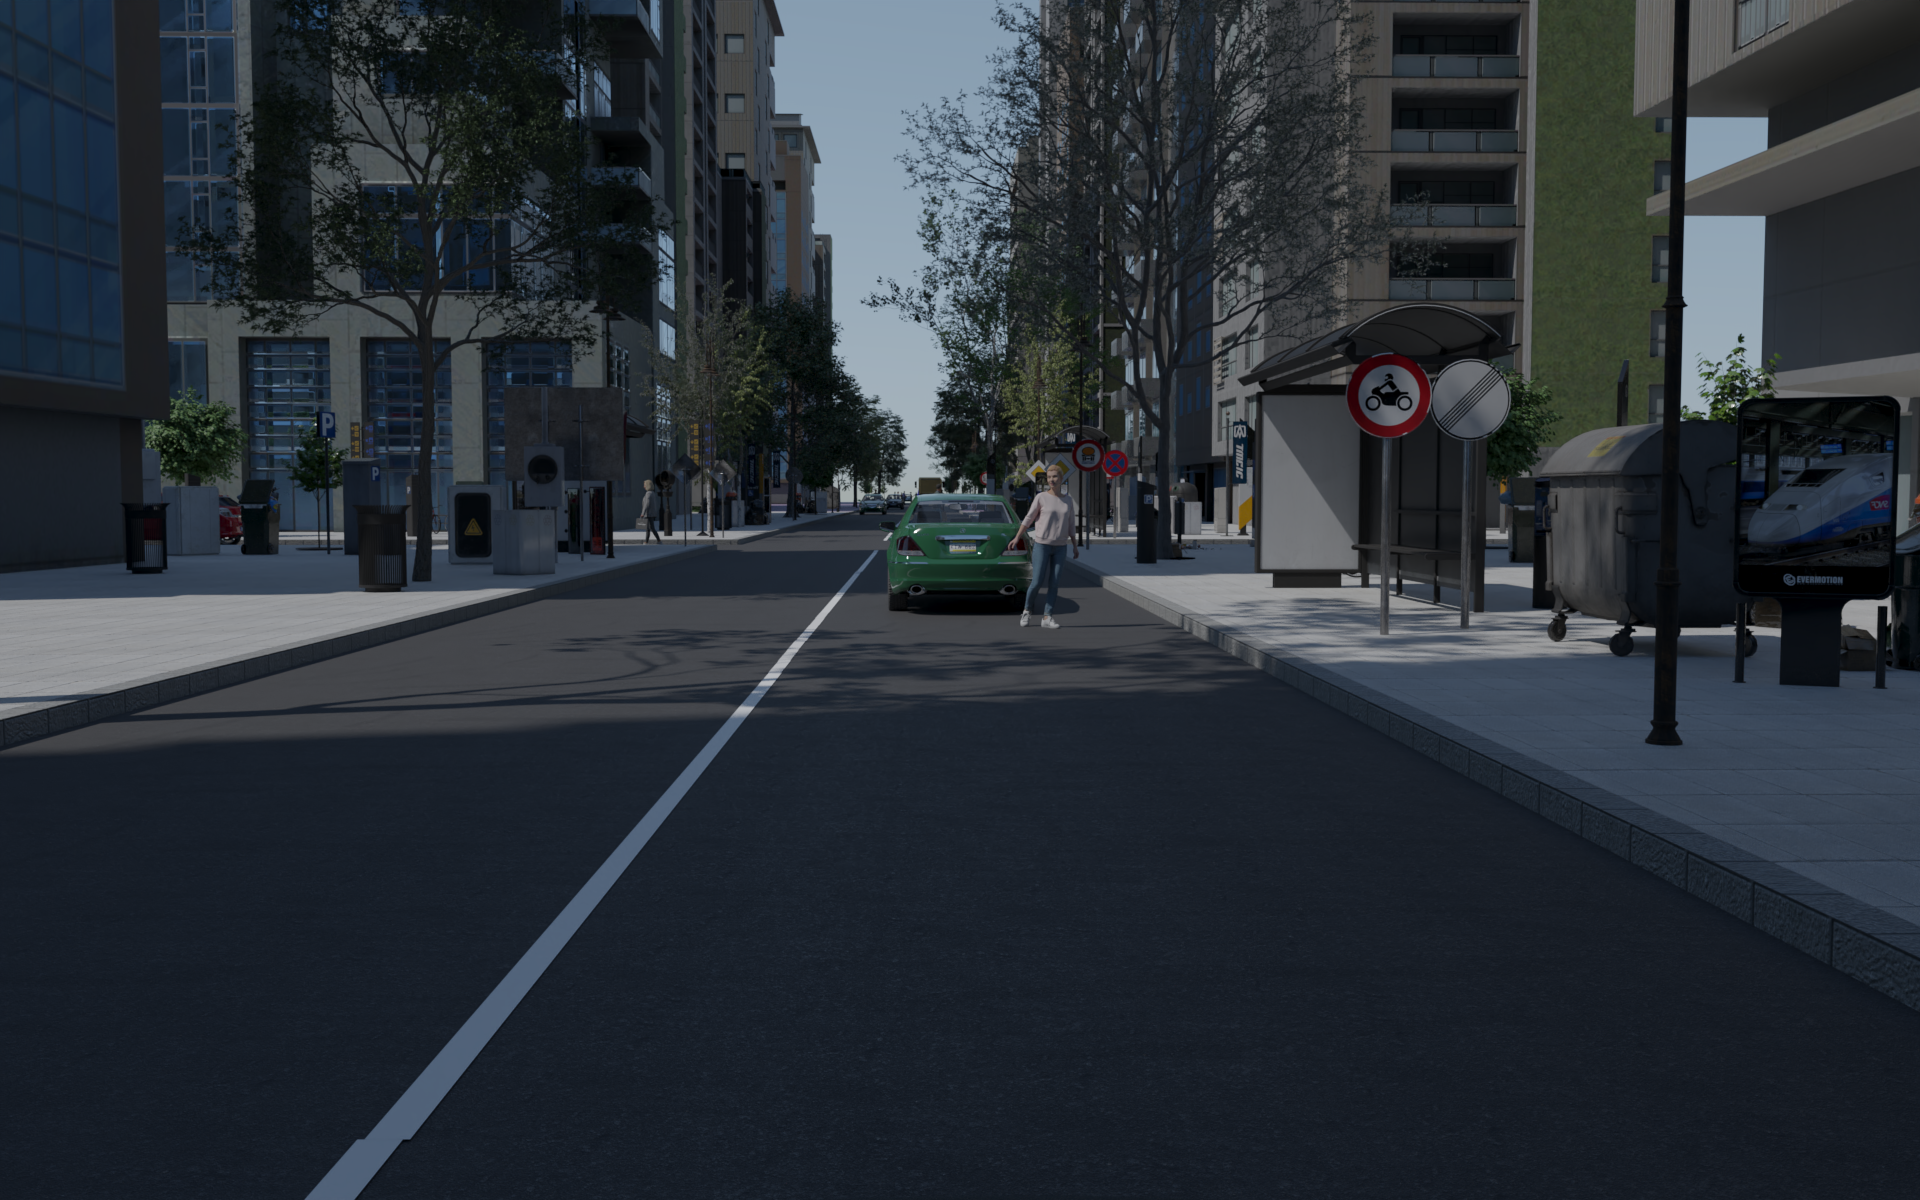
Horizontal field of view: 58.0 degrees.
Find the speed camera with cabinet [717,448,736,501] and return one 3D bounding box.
[{"bbox_3d":[-10.176,-4.964,75.500,0.660,3.252,2.038,0,4,-1],"label":"speed camera with cabinet"}]

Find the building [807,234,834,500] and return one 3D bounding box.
[{"bbox_3d":[-26.808,-35.552,264.875,14.154,41.232,14.086,0,4,-1],"label":"building"}]

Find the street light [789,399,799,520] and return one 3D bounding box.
[{"bbox_3d":[-8.059,-6.837,84.569,0.468,5.910,1.993,0,4,-1],"label":"street light"}]

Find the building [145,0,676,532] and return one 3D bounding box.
[{"bbox_3d":[-23.401,-46.359,70.645,22.319,86.520,31.000,0,4,-1],"label":"building"}]

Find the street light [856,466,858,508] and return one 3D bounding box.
[{"bbox_3d":[-9.605,-11.513,161.026,0.468,5.910,1.993,0,4,-1],"label":"street light"}]

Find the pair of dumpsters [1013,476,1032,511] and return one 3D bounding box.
[{"bbox_3d":[3.848,-5.717,95.959,1.574,2.255,4.437,0,4,-1],"label":"pair of dumpsters"}]

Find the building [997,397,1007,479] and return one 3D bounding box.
[{"bbox_3d":[20.186,-26.087,271.559,27.650,21.520,28.899,0,4,-1],"label":"building"}]

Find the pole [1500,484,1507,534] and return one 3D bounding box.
[{"bbox_3d":[17.545,-3.794,55.883,0.158,3.312,0.155,0,3,0],"label":"pole"}]

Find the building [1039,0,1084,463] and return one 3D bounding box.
[{"bbox_3d":[18.636,-38.972,179.192,21.231,58.520,28.212,0,4,-1],"label":"building"}]

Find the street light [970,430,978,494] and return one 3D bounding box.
[{"bbox_3d":[1.121,-9.330,125.333,0.468,5.910,1.993,0,4,-1],"label":"street light"}]

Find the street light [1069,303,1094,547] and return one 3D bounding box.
[{"bbox_3d":[2.942,-4.242,42.138,0.468,5.910,1.993,0,4,-1],"label":"street light"}]

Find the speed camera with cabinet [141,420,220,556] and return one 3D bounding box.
[{"bbox_3d":[-16.404,-2.540,35.861,0.660,3.252,2.038,2,4,29],"label":"speed camera with cabinet"}]

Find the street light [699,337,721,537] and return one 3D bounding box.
[{"bbox_3d":[-7.351,-4.794,51.163,0.468,5.910,1.993,0,4,-1],"label":"street light"}]

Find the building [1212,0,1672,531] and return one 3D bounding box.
[{"bbox_3d":[17.616,-23.334,65.100,14.086,41.232,14.154,0,4,-1],"label":"building"}]

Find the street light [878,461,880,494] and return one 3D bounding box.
[{"bbox_3d":[-11.353,-16.588,244.005,0.468,5.910,1.993,0,4,-1],"label":"street light"}]

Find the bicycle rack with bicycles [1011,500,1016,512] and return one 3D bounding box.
[{"bbox_3d":[3.128,-5.452,102.528,2.925,0.926,2.852,-1,4,-12],"label":"bicycle rack with bicycles"}]

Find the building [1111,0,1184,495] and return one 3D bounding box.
[{"bbox_3d":[21.641,-30.008,110.236,23.786,49.044,30.456,0,4,-1],"label":"building"}]

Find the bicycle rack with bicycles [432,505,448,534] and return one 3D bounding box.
[{"bbox_3d":[-16.025,-2.621,56.229,2.852,0.926,2.925,-3,4,-39],"label":"bicycle rack with bicycles"}]

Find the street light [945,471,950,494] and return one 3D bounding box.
[{"bbox_3d":[-2.241,-19.057,284.373,0.468,5.910,1.993,0,4,-1],"label":"street light"}]

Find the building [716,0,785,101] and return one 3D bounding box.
[{"bbox_3d":[-32.689,-35.705,173.009,28.713,52.752,27.495,0,4,-1],"label":"building"}]

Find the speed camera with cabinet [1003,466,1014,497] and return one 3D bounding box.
[{"bbox_3d":[2.921,-7.723,120.600,0.660,3.252,2.038,3,5,44],"label":"speed camera with cabinet"}]

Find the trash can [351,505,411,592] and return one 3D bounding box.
[{"bbox_3d":[-7.589,-0.679,22.758,0.748,1.137,0.748,0,3,0],"label":"trash can"}]

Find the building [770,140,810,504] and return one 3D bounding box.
[{"bbox_3d":[-26.806,-35.050,223.182,14.600,45.320,14.200,0,4,-1],"label":"building"}]

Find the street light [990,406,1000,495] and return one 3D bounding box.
[{"bbox_3d":[1.856,-7.245,91.242,0.468,5.910,1.993,0,4,-1],"label":"street light"}]

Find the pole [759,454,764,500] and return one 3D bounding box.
[{"bbox_3d":[-10.015,-5.724,87.435,0.158,3.312,0.155,0,3,0],"label":"pole"}]

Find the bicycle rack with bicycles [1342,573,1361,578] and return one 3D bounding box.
[{"bbox_3d":[6.603,-0.833,27.003,2.925,0.926,2.852,1,4,13],"label":"bicycle rack with bicycles"}]

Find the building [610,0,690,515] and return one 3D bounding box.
[{"bbox_3d":[-24.111,-25.621,102.505,14.154,41.232,14.086,0,4,-1],"label":"building"}]

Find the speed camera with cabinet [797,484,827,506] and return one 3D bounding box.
[{"bbox_3d":[-10.049,-7.546,117.719,2.038,3.252,0.660,-2,4,-33],"label":"speed camera with cabinet"}]

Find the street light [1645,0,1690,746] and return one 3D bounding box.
[{"bbox_3d":[3.621,-2.198,8.731,0.468,5.910,1.993,0,4,-1],"label":"street light"}]

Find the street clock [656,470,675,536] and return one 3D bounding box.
[{"bbox_3d":[-8.878,-2.941,52.654,0.471,2.002,0.358,3,5,43],"label":"street clock"}]

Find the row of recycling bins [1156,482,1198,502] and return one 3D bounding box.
[{"bbox_3d":[7.819,-3.372,62.240,1.069,1.692,3.534,0,4,-5],"label":"row of recycling bins"}]

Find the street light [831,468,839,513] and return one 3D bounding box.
[{"bbox_3d":[-8.759,-8.932,118.821,0.468,5.910,1.993,0,4,-1],"label":"street light"}]

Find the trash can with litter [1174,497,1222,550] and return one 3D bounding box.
[{"bbox_3d":[5.265,-1.826,40.917,1.678,1.210,2.233,0,4,3],"label":"trash can with litter"}]

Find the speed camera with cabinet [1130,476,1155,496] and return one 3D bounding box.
[{"bbox_3d":[9.763,-5.867,90.267,2.038,3.252,0.660,-3,4,-37],"label":"speed camera with cabinet"}]

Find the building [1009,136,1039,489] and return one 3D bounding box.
[{"bbox_3d":[17.766,-37.094,230.191,21.300,48.544,21.600,0,4,-1],"label":"building"}]

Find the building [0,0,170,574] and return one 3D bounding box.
[{"bbox_3d":[-22.101,-22.927,24.970,14.200,45.320,14.600,0,4,-1],"label":"building"}]

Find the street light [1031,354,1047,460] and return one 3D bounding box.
[{"bbox_3d":[2.601,-5.166,57.259,0.468,5.910,1.993,0,4,-1],"label":"street light"}]

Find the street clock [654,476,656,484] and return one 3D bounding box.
[{"bbox_3d":[-10.460,-3.435,60.733,0.471,2.002,0.358,-1,4,-19],"label":"street clock"}]

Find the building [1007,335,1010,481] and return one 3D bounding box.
[{"bbox_3d":[13.680,-29.214,249.350,14.160,30.474,14.107,0,4,-1],"label":"building"}]

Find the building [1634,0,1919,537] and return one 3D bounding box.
[{"bbox_3d":[26.835,-26.356,20.160,28.713,52.752,27.495,0,4,-1],"label":"building"}]

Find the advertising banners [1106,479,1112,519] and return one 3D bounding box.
[{"bbox_3d":[7.254,-5.491,85.958,0.090,3.025,2.074,-1,4,-12],"label":"advertising banners"}]

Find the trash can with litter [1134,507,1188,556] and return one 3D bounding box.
[{"bbox_3d":[4.108,-1.472,35.449,1.055,1.170,0.624,0,4,-1],"label":"trash can with litter"}]

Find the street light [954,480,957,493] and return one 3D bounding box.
[{"bbox_3d":[-0.707,-14.893,216.280,0.468,5.910,1.993,0,4,-1],"label":"street light"}]

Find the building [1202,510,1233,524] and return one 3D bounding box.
[{"bbox_3d":[18.024,-26.293,79.997,14.600,45.320,14.200,0,4,-1],"label":"building"}]

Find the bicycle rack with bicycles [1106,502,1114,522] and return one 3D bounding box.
[{"bbox_3d":[6.347,-3.973,78.345,2.852,0.926,2.925,-3,4,-39],"label":"bicycle rack with bicycles"}]

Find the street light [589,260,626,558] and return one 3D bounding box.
[{"bbox_3d":[-6.983,-3.771,34.449,0.468,5.910,1.993,0,4,-1],"label":"street light"}]

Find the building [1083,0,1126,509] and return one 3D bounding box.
[{"bbox_3d":[18.936,-42.885,139.425,20.563,71.187,20.611,0,4,-1],"label":"building"}]

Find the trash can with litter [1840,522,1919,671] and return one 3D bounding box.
[{"bbox_3d":[6.838,-0.073,12.588,1.055,1.170,0.624,0,4,-3],"label":"trash can with litter"}]

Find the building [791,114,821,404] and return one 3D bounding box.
[{"bbox_3d":[-34.448,-40.023,243.609,28.713,52.752,27.495,0,4,-1],"label":"building"}]

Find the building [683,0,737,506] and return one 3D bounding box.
[{"bbox_3d":[-27.438,-42.560,134.102,20.563,71.187,20.611,0,4,-1],"label":"building"}]

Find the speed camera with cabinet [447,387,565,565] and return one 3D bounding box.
[{"bbox_3d":[-8.319,-2.288,31.750,2.038,3.252,0.660,0,4,-7],"label":"speed camera with cabinet"}]

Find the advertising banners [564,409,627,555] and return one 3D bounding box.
[{"bbox_3d":[-7.674,-2.467,36.531,2.074,3.025,0.090,3,5,40],"label":"advertising banners"}]

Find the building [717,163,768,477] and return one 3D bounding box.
[{"bbox_3d":[-24.681,-23.326,153.088,14.160,30.474,14.107,0,4,-1],"label":"building"}]

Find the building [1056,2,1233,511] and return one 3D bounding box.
[{"bbox_3d":[16.236,-31.073,158.159,14.600,45.320,14.200,0,4,-1],"label":"building"}]

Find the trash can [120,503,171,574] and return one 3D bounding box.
[{"bbox_3d":[-13.126,-0.996,27.938,0.748,1.137,0.748,0,3,0],"label":"trash can"}]
